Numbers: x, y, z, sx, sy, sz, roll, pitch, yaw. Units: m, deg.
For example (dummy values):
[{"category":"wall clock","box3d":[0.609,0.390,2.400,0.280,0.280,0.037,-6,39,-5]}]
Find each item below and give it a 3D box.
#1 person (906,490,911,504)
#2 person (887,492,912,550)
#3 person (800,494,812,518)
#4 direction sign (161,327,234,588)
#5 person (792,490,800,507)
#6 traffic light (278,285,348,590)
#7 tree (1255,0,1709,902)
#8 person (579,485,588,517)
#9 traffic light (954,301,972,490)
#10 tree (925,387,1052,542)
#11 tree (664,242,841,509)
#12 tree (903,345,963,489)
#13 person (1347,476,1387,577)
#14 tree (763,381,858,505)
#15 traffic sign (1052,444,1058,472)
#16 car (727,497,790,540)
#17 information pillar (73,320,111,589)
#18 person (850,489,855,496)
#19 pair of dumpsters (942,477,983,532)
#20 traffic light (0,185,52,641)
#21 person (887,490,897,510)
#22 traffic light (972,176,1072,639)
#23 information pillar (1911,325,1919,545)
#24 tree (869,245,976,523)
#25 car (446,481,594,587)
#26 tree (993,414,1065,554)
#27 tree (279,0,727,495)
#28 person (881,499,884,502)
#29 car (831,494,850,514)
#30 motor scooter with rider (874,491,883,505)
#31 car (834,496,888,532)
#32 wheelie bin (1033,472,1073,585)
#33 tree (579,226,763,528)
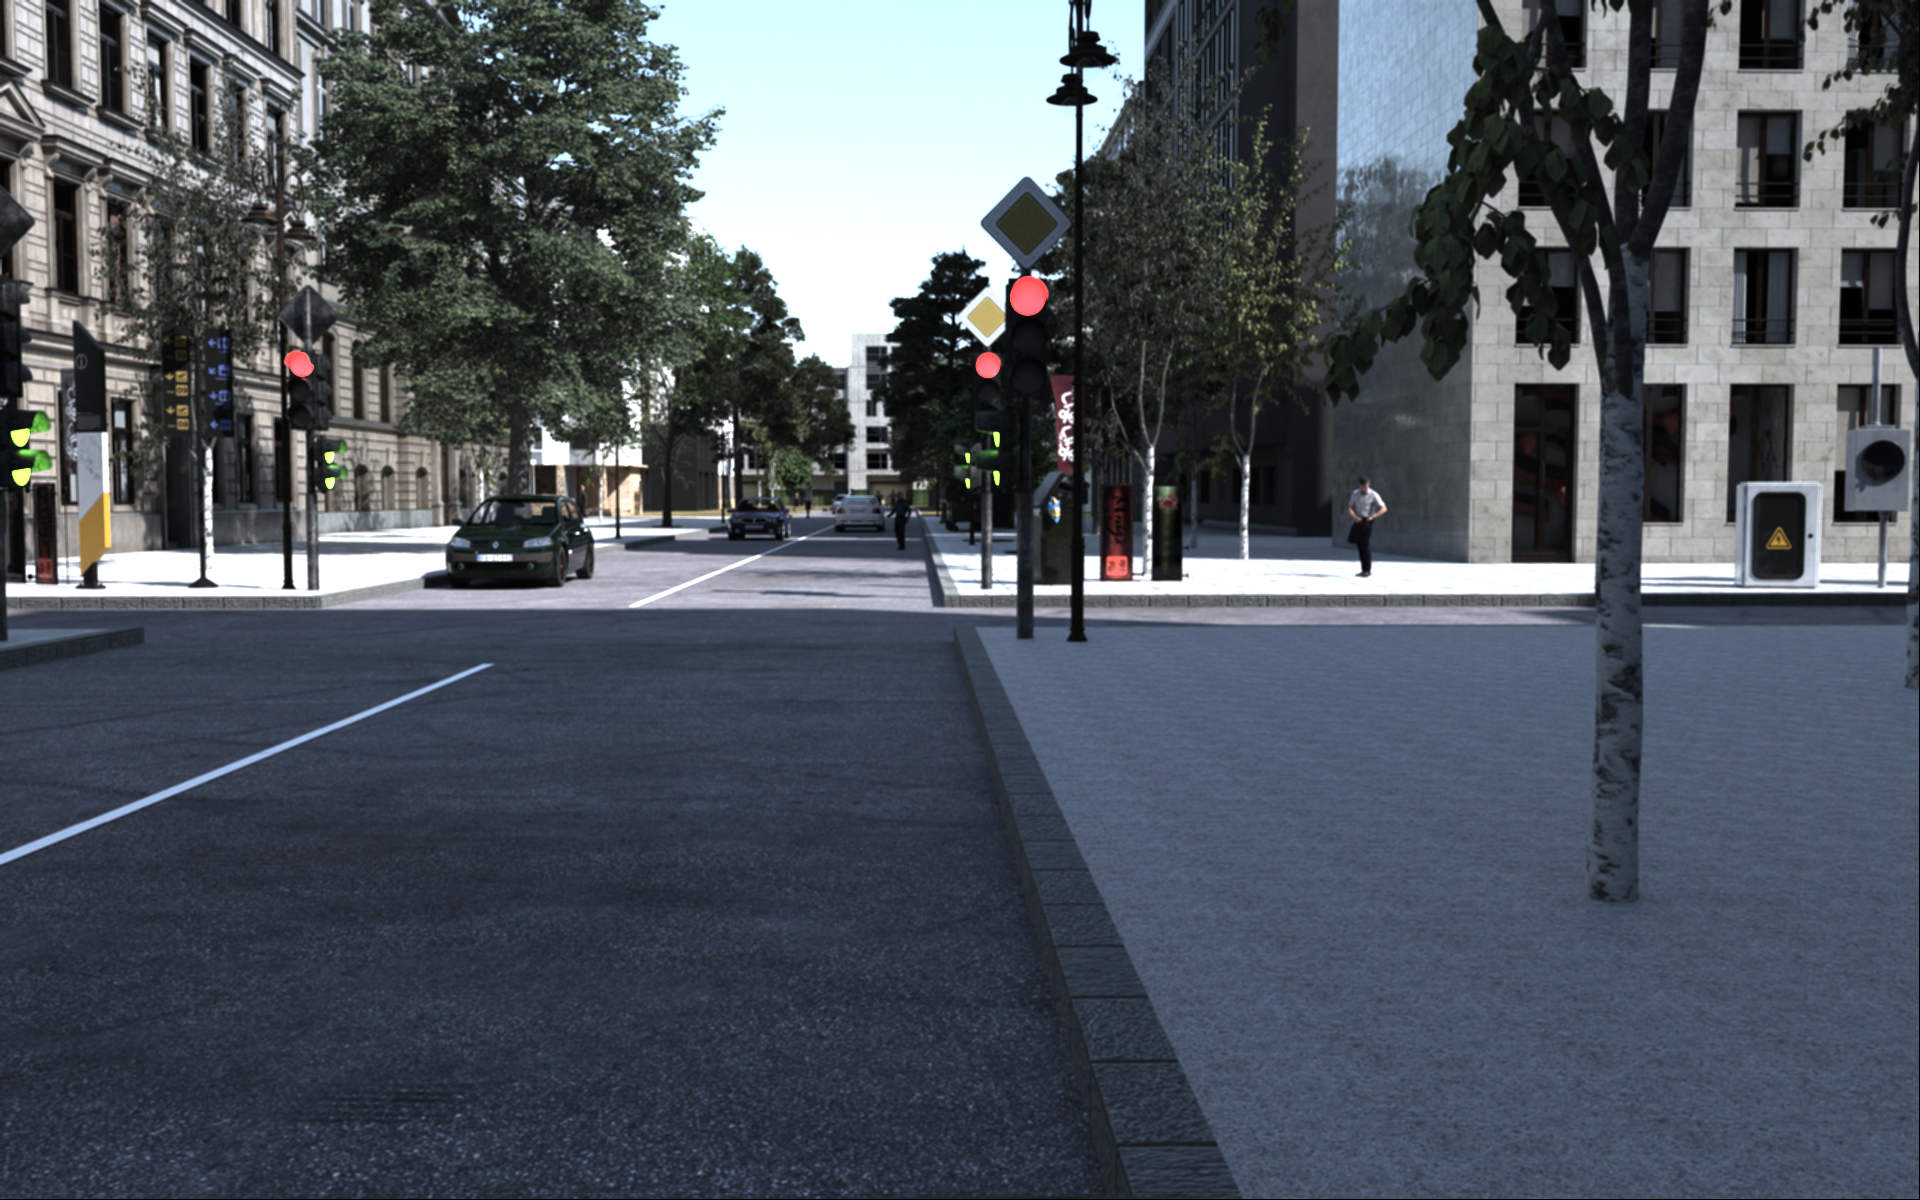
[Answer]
[{"category":"person","box3d":[-5.011,-9.739,167.828,0.705,1.812,1.348,1,4,9]},{"category":"person","box3d":[-1.601,-2.027,44.328,0.600,1.496,0.574,-2,4,-25]},{"category":"person","box3d":[-9.127,-5.546,102.404,0.697,1.427,0.421,0,4,-6]},{"category":"direction sign","box3d":[-10.401,-1.939,23.703,0.876,3.537,0.379,-2,4,-28]},{"category":"person","box3d":[-16.930,-10.435,179.114,0.705,1.823,1.348,2,4,31]},{"category":"traffic light","box3d":[-8.615,-2.065,23.012,0.839,4.213,0.868,0,4,-2]},{"category":"tree","box3d":[1.852,-3.362,5.335,4.737,8.622,4.395,0,3,0]},{"category":"person","box3d":[-20.793,-5.445,95.618,0.434,1.755,0.990,-3,4,-37]},{"category":"traffic light","box3d":[0.342,-2.081,23.272,0.839,4.213,0.868,0,4,-2]},{"category":"tree","box3d":[0.719,-3.882,47.189,4.285,4.588,4.351,0,3,0]},{"category":"tree","box3d":[-11.346,-10.943,86.346,7.806,13.903,7.818,0,3,0]},{"category":"tree","box3d":[-0.885,-8.268,85.537,4.360,8.622,3.978,0,3,0]},{"category":"person","box3d":[6.304,-1.137,26.847,0.614,1.554,0.590,3,4,38]},{"category":"tree","box3d":[-12.498,-12.708,142.186,8.767,10.594,7.601,0,4,2]},{"category":"traffic sign","box3d":[2.408,-2.730,44.646,0.884,2.594,0.081,0,4,2]},{"category":"car","box3d":[-6.366,-2.595,55.014,1.945,1.354,3.894,0,4,-1]},{"category":"information pillar","box3d":[-11.696,-1.955,23.323,0.504,3.616,0.183,1,4,21]},{"category":"person","box3d":[-5.914,-5.318,96.259,0.445,1.727,0.742,-1,4,-9]},{"category":"pair of dumpsters","box3d":[0.194,-3.529,60.198,1.574,2.255,4.436,0,4,-2]},{"category":"traffic light","box3d":[-8.397,-1.577,15.030,0.839,4.213,0.868,0,4,-2]},{"category":"person","box3d":[-5.959,-8.924,154.497,1.350,1.814,0.705,2,4,24]},{"category":"traffic light","box3d":[0.561,-1.593,15.290,0.839,4.213,0.868,0,4,-2]},{"category":"information pillar","box3d":[14.126,-2.021,24.359,1.656,3.620,0.184,-1,4,-18]},{"category":"tree","box3d":[-0.608,-9.393,75.624,6.751,12.117,7.091,0,3,0]},{"category":"car","box3d":[-7.015,-1.105,27.848,2.009,1.686,4.222,0,4,-2]},{"category":"tree","box3d":[1.337,-2.610,37.281,1.663,3.219,1.824,0,3,0]},{"category":"tree","box3d":[-9.674,-8.014,37.688,9.857,13.997,8.962,0,3,0]},{"category":"person","box3d":[-7.665,-9.562,168.058,0.599,1.433,0.991,-2,4,-35]},{"category":"car","box3d":[-8.169,-6.821,123.518,2.014,1.417,4.499,0,4,-2]},{"category":"motor scooter with rider","box3d":[-6.917,-8.509,148.091,0.876,1.779,1.986,0,4,-3]},{"category":"car","box3d":[-3.829,-3.321,66.656,2.083,1.381,4.827,0,4,-2]},{"category":"wheelie bin","box3d":[1.349,-1.023,24.637,0.693,1.594,0.980,-1,4,-16]},{"category":"tree","box3d":[-11.167,-8.612,66.560,9.928,11.665,9.643,0,3,0]}]
